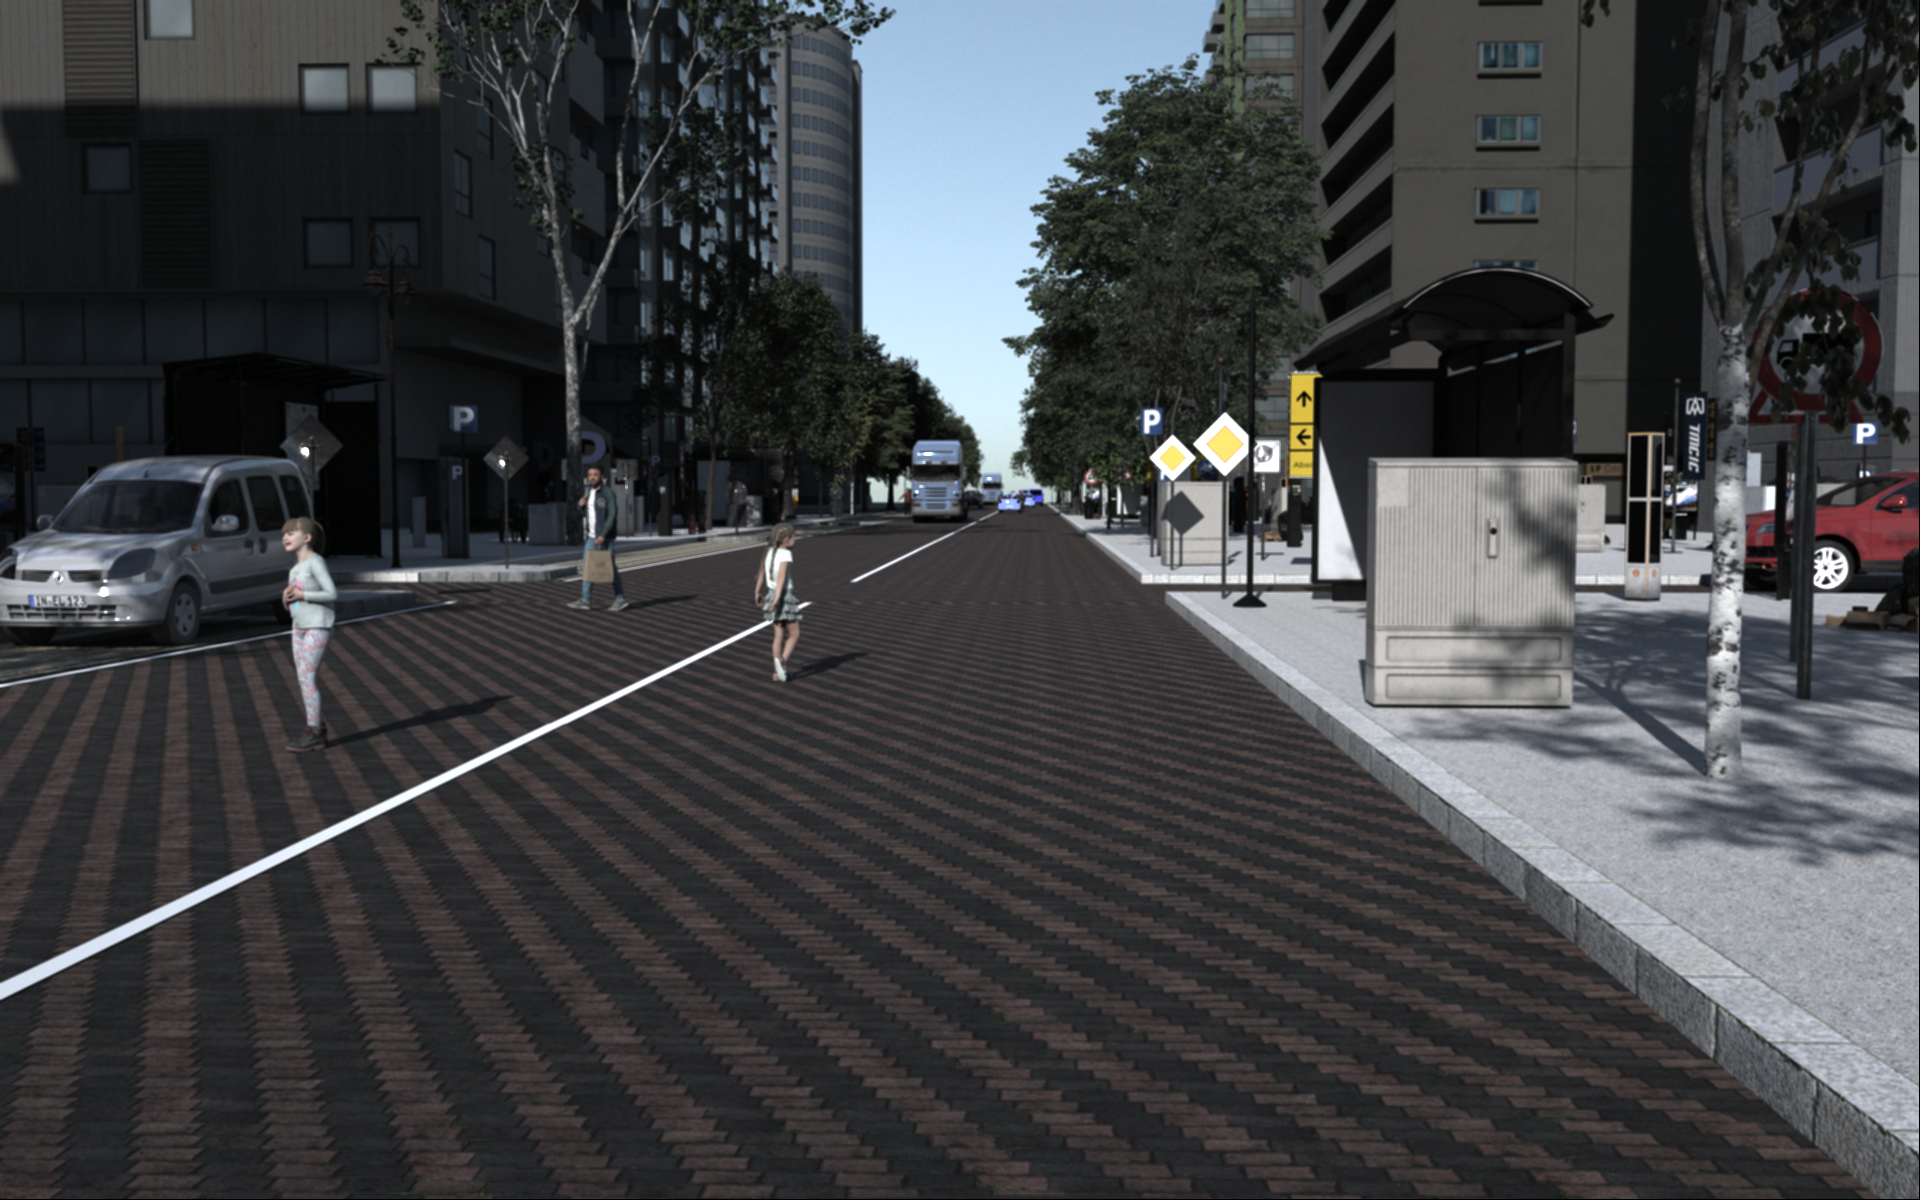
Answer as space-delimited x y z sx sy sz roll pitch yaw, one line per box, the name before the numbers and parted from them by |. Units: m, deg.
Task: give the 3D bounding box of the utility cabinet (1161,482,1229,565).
utility cabinet | 4.213 -1.371 31.098 1.173 1.500 0.318 -1 4 -13

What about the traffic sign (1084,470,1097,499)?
traffic sign | 6.835 -5.494 89.934 0.768 2.556 0.104 0 4 5

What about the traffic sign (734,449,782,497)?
traffic sign | -9.174 -5.185 78.654 2.265 3.308 0.079 1 4 10

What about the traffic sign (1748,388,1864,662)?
traffic sign | 6.378 -0.805 13.172 0.884 2.594 0.081 0 4 6

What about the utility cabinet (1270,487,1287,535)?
utility cabinet | 9.826 -2.721 53.174 0.318 1.500 1.173 0 4 -5

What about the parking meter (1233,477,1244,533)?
parking meter | 9.302 -3.188 57.838 0.255 1.863 0.399 -1 4 -11

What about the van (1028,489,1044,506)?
van | 9.251 -12.800 213.660 2.240 2.365 5.245 0 4 1

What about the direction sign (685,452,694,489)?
direction sign | -14.328 -6.138 92.347 0.876 3.537 0.379 0 4 4

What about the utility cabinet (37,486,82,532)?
utility cabinet | -24.628 -2.376 47.532 1.173 1.500 0.318 -2 4 -24

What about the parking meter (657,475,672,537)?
parking meter | -8.924 -2.852 52.336 0.399 1.863 0.255 2 4 23

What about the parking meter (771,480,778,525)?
parking meter | -7.576 -3.982 70.818 0.255 1.863 0.399 0 4 -5

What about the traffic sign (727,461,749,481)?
traffic sign | -8.871 -4.224 69.066 0.884 2.594 0.081 0 4 5

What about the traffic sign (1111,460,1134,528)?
traffic sign | 6.148 -4.001 65.428 0.884 2.594 0.081 1 4 12

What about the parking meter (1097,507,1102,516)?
parking meter | 8.248 -5.776 102.849 0.372 1.533 0.369 0 3 0

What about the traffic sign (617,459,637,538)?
traffic sign | -9.708 -2.959 50.502 0.606 2.300 0.079 0 4 3

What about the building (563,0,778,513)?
building | -28.094 -32.487 150.766 23.786 49.044 30.456 0 4 2

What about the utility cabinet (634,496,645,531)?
utility cabinet | -11.157 -3.001 60.234 0.306 1.237 1.020 0 4 -6

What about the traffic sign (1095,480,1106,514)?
traffic sign | 7.325 -5.546 90.681 0.884 2.594 0.081 1 4 9

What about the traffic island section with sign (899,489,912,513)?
traffic island section with sign | -3.527 -7.374 129.190 1.989 1.847 2.006 0 4 2

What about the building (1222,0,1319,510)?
building | 26.608 -27.314 130.185 14.154 41.232 14.086 0 4 2

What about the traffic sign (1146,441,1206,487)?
traffic sign | 8.147 -4.376 65.427 2.265 3.308 0.079 0 4 6

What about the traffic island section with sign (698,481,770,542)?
traffic island section with sign | -6.802 -2.689 52.590 1.989 1.847 2.006 0 4 2

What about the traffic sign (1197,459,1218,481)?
traffic sign | 8.831 -3.774 61.803 0.768 2.556 0.104 1 4 8

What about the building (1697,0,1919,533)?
building | 38.658 -30.931 47.715 28.212 58.520 21.231 0 4 2

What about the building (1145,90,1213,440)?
building | 38.198 -38.797 223.566 28.713 52.752 27.495 0 4 2

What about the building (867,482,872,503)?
building | -28.984 -33.541 240.271 32.217 40.220 23.993 0 4 2

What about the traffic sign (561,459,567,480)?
traffic sign | -11.222 -2.934 50.099 0.606 2.300 0.079 0 4 4

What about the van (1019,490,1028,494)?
van | 9.549 -15.255 253.797 2.240 2.365 5.245 0 4 4

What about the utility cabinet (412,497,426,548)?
utility cabinet | -13.011 -1.864 41.642 0.306 1.237 1.020 -1 4 -16

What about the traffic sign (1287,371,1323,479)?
traffic sign | 6.550 -2.125 28.616 2.265 3.308 0.079 1 4 10

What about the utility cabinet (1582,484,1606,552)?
utility cabinet | 13.567 -1.802 38.137 1.173 1.500 0.318 0 4 1

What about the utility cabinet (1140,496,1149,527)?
utility cabinet | 7.247 -3.470 67.898 0.306 1.237 1.020 1 4 11

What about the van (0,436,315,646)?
van | -8.042 -0.647 17.590 2.013 2.044 4.112 0 4 2

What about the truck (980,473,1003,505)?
truck | 4.515 -14.664 229.508 2.967 4.110 18.799 0 4 3

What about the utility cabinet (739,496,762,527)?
utility cabinet | -8.273 -3.465 67.816 1.020 1.237 0.306 1 4 14

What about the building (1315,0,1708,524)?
building | 29.496 -28.054 82.390 21.300 48.544 21.600 0 4 2

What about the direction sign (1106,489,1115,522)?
direction sign | 6.912 -5.349 79.450 0.379 3.537 0.876 0 4 -1

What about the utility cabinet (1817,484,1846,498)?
utility cabinet | 18.322 -1.719 36.790 1.173 1.500 0.318 3 5 43

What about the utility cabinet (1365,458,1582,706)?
utility cabinet | 3.068 -0.107 10.424 1.173 1.500 0.318 0 4 3

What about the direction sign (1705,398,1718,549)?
direction sign | 17.730 -2.973 40.610 0.379 3.537 0.876 0 4 -5

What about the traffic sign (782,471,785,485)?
traffic sign | -9.455 -5.730 93.791 0.768 2.556 0.104 0 4 8

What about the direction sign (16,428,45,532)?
direction sign | -31.666 -4.104 59.092 0.876 3.537 0.379 0 4 -7

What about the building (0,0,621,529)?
building | -31.265 -29.661 74.199 28.713 52.752 27.495 0 4 2

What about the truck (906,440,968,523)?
truck | -0.950 -6.301 92.779 2.967 4.110 18.799 0 4 1

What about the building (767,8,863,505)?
building | -23.856 -41.061 213.350 21.231 58.520 28.212 0 4 2

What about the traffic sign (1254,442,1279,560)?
traffic sign | 5.859 -1.916 33.463 0.606 2.300 0.079 1 4 9

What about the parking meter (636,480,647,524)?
parking meter | -13.437 -4.122 73.102 0.399 1.863 0.255 -3 4 -36

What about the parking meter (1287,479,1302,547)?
parking meter | 8.062 -2.206 41.779 0.255 1.863 0.399 0 4 -5

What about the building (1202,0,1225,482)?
building | 33.062 -32.561 151.977 23.786 49.044 30.456 0 4 2

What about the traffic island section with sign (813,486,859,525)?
traffic island section with sign | -5.662 -4.336 79.521 1.989 1.847 2.006 0 4 2

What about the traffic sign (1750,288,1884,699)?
traffic sign | 5.286 -0.652 10.774 0.768 2.556 0.104 1 4 11

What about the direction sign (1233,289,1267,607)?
direction sign | 3.306 -1.692 19.657 0.379 3.537 0.876 1 4 10
